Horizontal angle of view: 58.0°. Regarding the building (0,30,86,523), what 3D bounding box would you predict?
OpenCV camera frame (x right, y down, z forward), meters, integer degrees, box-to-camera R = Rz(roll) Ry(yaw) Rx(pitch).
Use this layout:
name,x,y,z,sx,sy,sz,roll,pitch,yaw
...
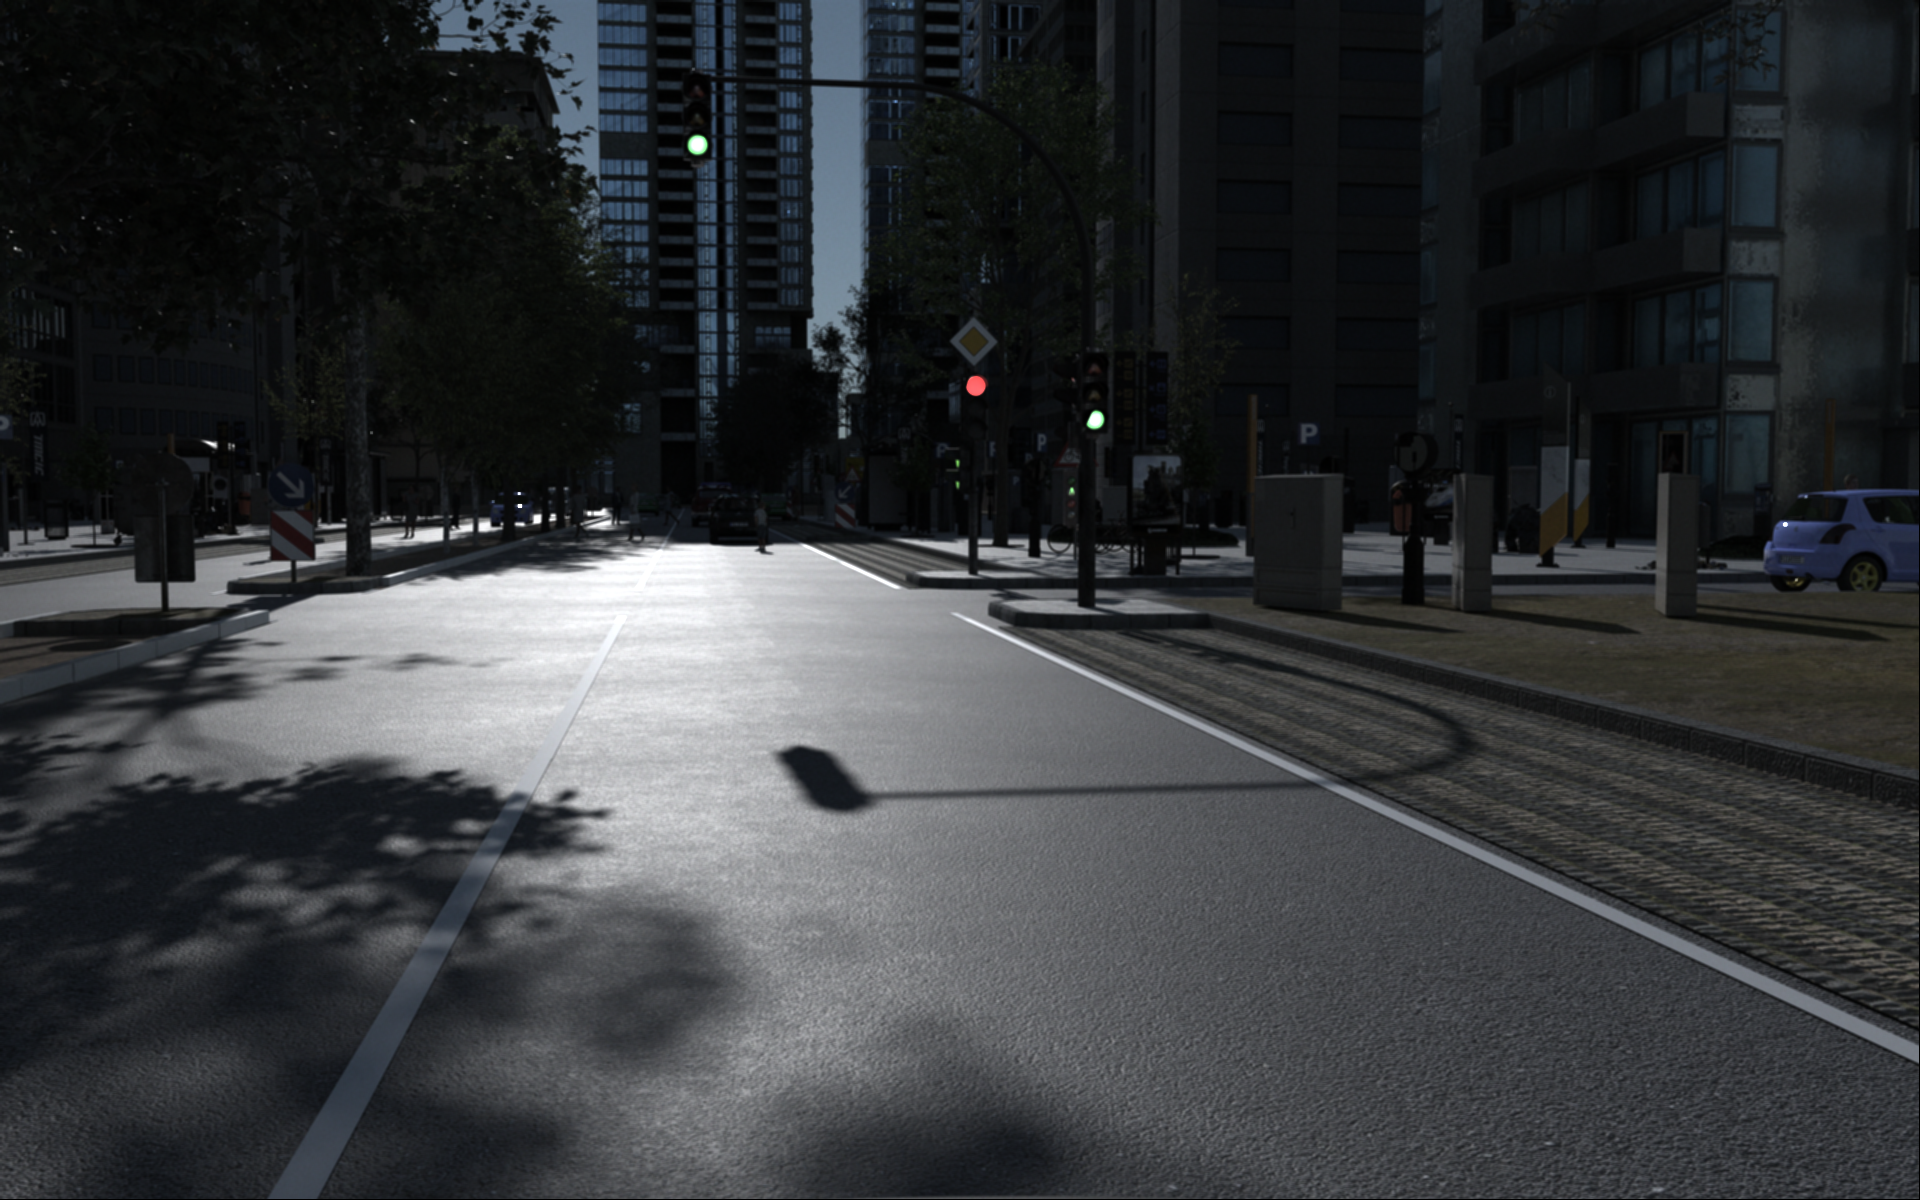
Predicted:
name,x,y,z,sx,sy,sz,roll,pitch,yaw
building,-46.424,-16.840,68.841,14.314,27.812,24.014,-1,4,-9

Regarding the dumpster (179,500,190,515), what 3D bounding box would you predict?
name,x,y,z,sx,sy,sz,roll,pitch,yaw
dumpster,-24.056,-3.055,52.441,1.502,2.255,1.985,-1,4,-9

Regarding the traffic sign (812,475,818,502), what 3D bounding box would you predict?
name,x,y,z,sx,sy,sz,roll,pitch,yaw
traffic sign,-8.397,-6.264,102.524,0.768,2.556,0.104,0,4,-5

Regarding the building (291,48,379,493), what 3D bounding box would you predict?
name,x,y,z,sx,sy,sz,roll,pitch,yaw
building,-62.124,-31.927,145.705,21.600,48.544,21.300,-1,4,-9

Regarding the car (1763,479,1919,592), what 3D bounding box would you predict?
name,x,y,z,sx,sy,sz,roll,pitch,yaw
car,13.448,-0.920,24.626,3.694,1.707,1.945,-1,4,-11

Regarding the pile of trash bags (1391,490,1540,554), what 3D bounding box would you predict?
name,x,y,z,sx,sy,sz,roll,pitch,yaw
pile of trash bags,11.280,-1.745,38.282,3.447,1.369,1.912,1,4,20

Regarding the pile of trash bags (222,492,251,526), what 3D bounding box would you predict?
name,x,y,z,sx,sy,sz,roll,pitch,yaw
pile of trash bags,-29.866,-3.733,70.783,3.447,1.369,1.912,3,5,42

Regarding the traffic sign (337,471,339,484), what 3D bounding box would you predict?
name,x,y,z,sx,sy,sz,roll,pitch,yaw
traffic sign,-33.226,-5.689,93.115,0.768,2.556,0.104,0,3,0

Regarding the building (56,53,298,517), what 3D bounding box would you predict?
name,x,y,z,sx,sy,sz,roll,pitch,yaw
building,-56.088,-34.629,108.191,21.231,58.520,28.212,-1,4,-9

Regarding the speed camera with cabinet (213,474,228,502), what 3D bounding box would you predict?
name,x,y,z,sx,sy,sz,roll,pitch,yaw
speed camera with cabinet,-35.813,-5.368,82.098,2.038,3.252,0.660,-2,4,-25

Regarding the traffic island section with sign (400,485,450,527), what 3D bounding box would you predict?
name,x,y,z,sx,sy,sz,roll,pitch,yaw
traffic island section with sign,-23.601,-4.154,76.553,1.989,1.847,2.006,-1,4,-9

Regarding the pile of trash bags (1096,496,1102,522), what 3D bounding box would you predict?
name,x,y,z,sx,sy,sz,roll,pitch,yaw
pile of trash bags,6.851,-4.287,79.849,1.912,1.369,3.447,2,4,28

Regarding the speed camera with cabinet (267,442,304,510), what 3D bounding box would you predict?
name,x,y,z,sx,sy,sz,roll,pitch,yaw
speed camera with cabinet,-26.068,-4.442,66.963,0.660,3.252,2.038,0,4,2

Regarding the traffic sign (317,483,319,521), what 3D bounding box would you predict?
name,x,y,z,sx,sy,sz,roll,pitch,yaw
traffic sign,-31.067,-5.117,83.770,0.768,2.556,0.104,0,4,-2

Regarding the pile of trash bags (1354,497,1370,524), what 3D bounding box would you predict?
name,x,y,z,sx,sy,sz,roll,pitch,yaw
pile of trash bags,16.728,-3.981,74.840,1.912,1.369,3.447,1,4,13

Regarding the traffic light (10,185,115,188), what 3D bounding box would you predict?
name,x,y,z,sx,sy,sz,roll,pitch,yaw
traffic light,-13.872,-3.102,25.383,4.771,5.953,1.251,-1,4,-9

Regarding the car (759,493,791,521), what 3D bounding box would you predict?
name,x,y,z,sx,sy,sz,roll,pitch,yaw
car,-10.112,-5.166,93.266,1.959,1.807,4.718,-1,4,-10

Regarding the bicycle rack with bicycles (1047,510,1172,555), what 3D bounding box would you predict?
name,x,y,z,sx,sy,sz,roll,pitch,yaw
bicycle rack with bicycles,3.344,-1.479,37.559,2.925,0.926,2.852,0,4,-6

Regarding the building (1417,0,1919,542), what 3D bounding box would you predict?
name,x,y,z,sx,sy,sz,roll,pitch,yaw
building,31.113,-26.653,55.381,30.456,49.044,23.786,-1,4,-9

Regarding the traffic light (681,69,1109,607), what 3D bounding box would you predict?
name,x,y,z,sx,sy,sz,roll,pitch,yaw
traffic light,-0.642,-2.722,19.178,4.771,5.953,1.251,-1,4,-9

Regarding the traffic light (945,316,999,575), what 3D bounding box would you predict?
name,x,y,z,sx,sy,sz,roll,pitch,yaw
traffic light,0.192,-2.361,27.528,0.839,4.253,0.868,-1,4,-9

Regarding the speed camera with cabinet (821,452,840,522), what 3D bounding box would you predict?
name,x,y,z,sx,sy,sz,roll,pitch,yaw
speed camera with cabinet,-6.017,-5.278,80.635,0.660,3.252,2.038,-1,4,-12

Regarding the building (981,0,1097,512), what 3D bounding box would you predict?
name,x,y,z,sx,sy,sz,roll,pitch,yaw
building,18.375,-26.511,125.328,32.217,40.220,23.993,-1,4,-9

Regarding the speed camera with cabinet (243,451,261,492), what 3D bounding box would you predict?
name,x,y,z,sx,sy,sz,roll,pitch,yaw
speed camera with cabinet,-32.298,-5.227,79.796,0.660,3.252,2.038,0,4,3

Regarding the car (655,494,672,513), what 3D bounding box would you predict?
name,x,y,z,sx,sy,sz,roll,pitch,yaw
car,-22.729,-7.301,131.371,2.014,1.417,4.499,-1,4,-10

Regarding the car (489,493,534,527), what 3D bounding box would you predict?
name,x,y,z,sx,sy,sz,roll,pitch,yaw
car,-20.098,-4.167,77.715,1.945,1.707,3.694,-1,4,-10

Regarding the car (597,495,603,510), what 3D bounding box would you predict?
name,x,y,z,sx,sy,sz,roll,pitch,yaw
car,-34.032,-9.048,160.513,1.945,1.354,3.894,-1,4,-10

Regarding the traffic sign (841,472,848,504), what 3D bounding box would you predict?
name,x,y,z,sx,sy,sz,roll,pitch,yaw
traffic sign,-6.232,-5.882,96.270,0.768,2.556,0.104,0,4,-2

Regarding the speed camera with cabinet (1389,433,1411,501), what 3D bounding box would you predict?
name,x,y,z,sx,sy,sz,roll,pitch,yaw
speed camera with cabinet,14.603,-3.770,55.969,0.660,3.252,2.038,-1,4,-14

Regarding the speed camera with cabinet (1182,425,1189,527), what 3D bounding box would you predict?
name,x,y,z,sx,sy,sz,roll,pitch,yaw
speed camera with cabinet,6.224,-3.439,50.556,0.660,3.252,2.038,0,4,-3

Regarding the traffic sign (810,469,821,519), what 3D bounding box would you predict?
name,x,y,z,sx,sy,sz,roll,pitch,yaw
traffic sign,-7.294,-5.478,89.561,0.884,2.594,0.081,0,4,-8

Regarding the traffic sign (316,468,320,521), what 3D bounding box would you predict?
name,x,y,z,sx,sy,sz,roll,pitch,yaw
traffic sign,-30.545,-5.022,82.208,0.768,2.556,0.104,0,4,-1

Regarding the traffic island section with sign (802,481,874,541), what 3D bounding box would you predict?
name,x,y,z,sx,sy,sz,roll,pitch,yaw
traffic island section with sign,-3.707,-2.725,53.174,1.989,1.847,2.006,-1,4,-9

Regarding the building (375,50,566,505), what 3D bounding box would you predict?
name,x,y,z,sx,sy,sz,roll,pitch,yaw
building,-60.274,-37.750,206.444,27.495,52.752,28.713,-1,4,-9

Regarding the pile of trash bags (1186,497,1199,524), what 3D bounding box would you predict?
name,x,y,z,sx,sy,sz,roll,pitch,yaw
pile of trash bags,9.195,-3.884,73.262,1.912,1.369,3.447,2,4,25

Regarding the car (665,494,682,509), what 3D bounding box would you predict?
name,x,y,z,sx,sy,sz,roll,pitch,yaw
car,-28.521,-9.743,171.094,2.131,1.459,4.920,0,4,-8

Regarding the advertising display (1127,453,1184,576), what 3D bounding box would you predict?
name,x,y,z,sx,sy,sz,roll,pitch,yaw
advertising display,3.067,-1.346,27.221,0.974,1.923,0.123,-2,4,-26

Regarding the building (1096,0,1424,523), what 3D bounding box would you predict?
name,x,y,z,sx,sy,sz,roll,pitch,yaw
building,17.907,-33.584,91.091,21.231,58.520,28.212,-1,4,-9

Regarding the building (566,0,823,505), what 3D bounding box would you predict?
name,x,y,z,sx,sy,sz,roll,pitch,yaw
building,-30.878,-54.680,206.684,31.000,86.520,22.319,-1,4,-9

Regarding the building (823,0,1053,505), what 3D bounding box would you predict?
name,x,y,z,sx,sy,sz,roll,pitch,yaw
building,-0.169,-54.940,210.942,31.000,86.520,22.319,-1,4,-9

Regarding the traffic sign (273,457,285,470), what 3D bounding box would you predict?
name,x,y,z,sx,sy,sz,roll,pitch,yaw
traffic sign,-23.762,-3.710,60.666,0.884,2.594,0.081,0,4,-8

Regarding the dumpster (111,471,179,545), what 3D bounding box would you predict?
name,x,y,z,sx,sy,sz,roll,pitch,yaw
dumpster,-20.906,-2.368,44.479,1.264,1.857,1.865,-1,4,-9

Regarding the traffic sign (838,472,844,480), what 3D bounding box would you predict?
name,x,y,z,sx,sy,sz,roll,pitch,yaw
traffic sign,-6.712,-6.165,100.903,0.768,2.556,0.104,0,4,-7

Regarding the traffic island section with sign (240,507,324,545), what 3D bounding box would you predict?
name,x,y,z,sx,sy,sz,roll,pitch,yaw
traffic island section with sign,-19.475,-2.525,49.915,1.989,1.847,2.006,-1,4,-9

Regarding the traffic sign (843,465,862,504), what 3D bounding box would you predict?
name,x,y,z,sx,sy,sz,roll,pitch,yaw
traffic sign,-4.758,-4.675,76.442,0.884,2.594,0.081,0,4,-8

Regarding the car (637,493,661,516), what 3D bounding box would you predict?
name,x,y,z,sx,sy,sz,roll,pitch,yaw
car,-20.606,-6.399,113.423,1.959,1.807,4.718,-1,4,-9

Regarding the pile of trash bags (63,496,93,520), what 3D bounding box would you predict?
name,x,y,z,sx,sy,sz,roll,pitch,yaw
pile of trash bags,-43.512,-4.586,84.728,3.447,1.369,1.912,-1,4,-21

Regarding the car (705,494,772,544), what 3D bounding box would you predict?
name,x,y,z,sx,sy,sz,roll,pitch,yaw
car,-6.599,-2.558,51.615,2.009,1.686,4.222,0,4,-8

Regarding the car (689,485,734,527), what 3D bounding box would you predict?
name,x,y,z,sx,sy,sz,roll,pitch,yaw
car,-10.932,-4.193,77.224,2.281,1.827,5.304,-1,4,-8

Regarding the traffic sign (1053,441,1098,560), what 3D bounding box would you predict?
name,x,y,z,sx,sy,sz,roll,pitch,yaw
traffic sign,2.249,-2.062,33.724,0.884,2.594,0.081,0,4,-4

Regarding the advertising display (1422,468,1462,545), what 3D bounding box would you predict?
name,x,y,z,sx,sy,sz,roll,pitch,yaw
advertising display,12.116,-2.344,43.544,0.974,1.923,0.123,3,4,36

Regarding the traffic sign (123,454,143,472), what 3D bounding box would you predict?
name,x,y,z,sx,sy,sz,roll,pitch,yaw
traffic sign,-26.369,-3.380,55.366,0.768,2.556,0.104,0,4,-2

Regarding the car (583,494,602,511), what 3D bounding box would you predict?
name,x,y,z,sx,sy,sz,roll,pitch,yaw
car,-31.665,-8.329,147.975,2.131,1.459,4.920,0,4,-8

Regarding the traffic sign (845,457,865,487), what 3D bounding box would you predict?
name,x,y,z,sx,sy,sz,roll,pitch,yaw
traffic sign,-5.119,-6.134,94.157,2.265,3.308,0.079,0,4,-6

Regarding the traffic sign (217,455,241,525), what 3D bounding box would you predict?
name,x,y,z,sx,sy,sz,roll,pitch,yaw
traffic sign,-24.004,-3.472,56.872,0.768,2.556,0.104,0,4,-6
